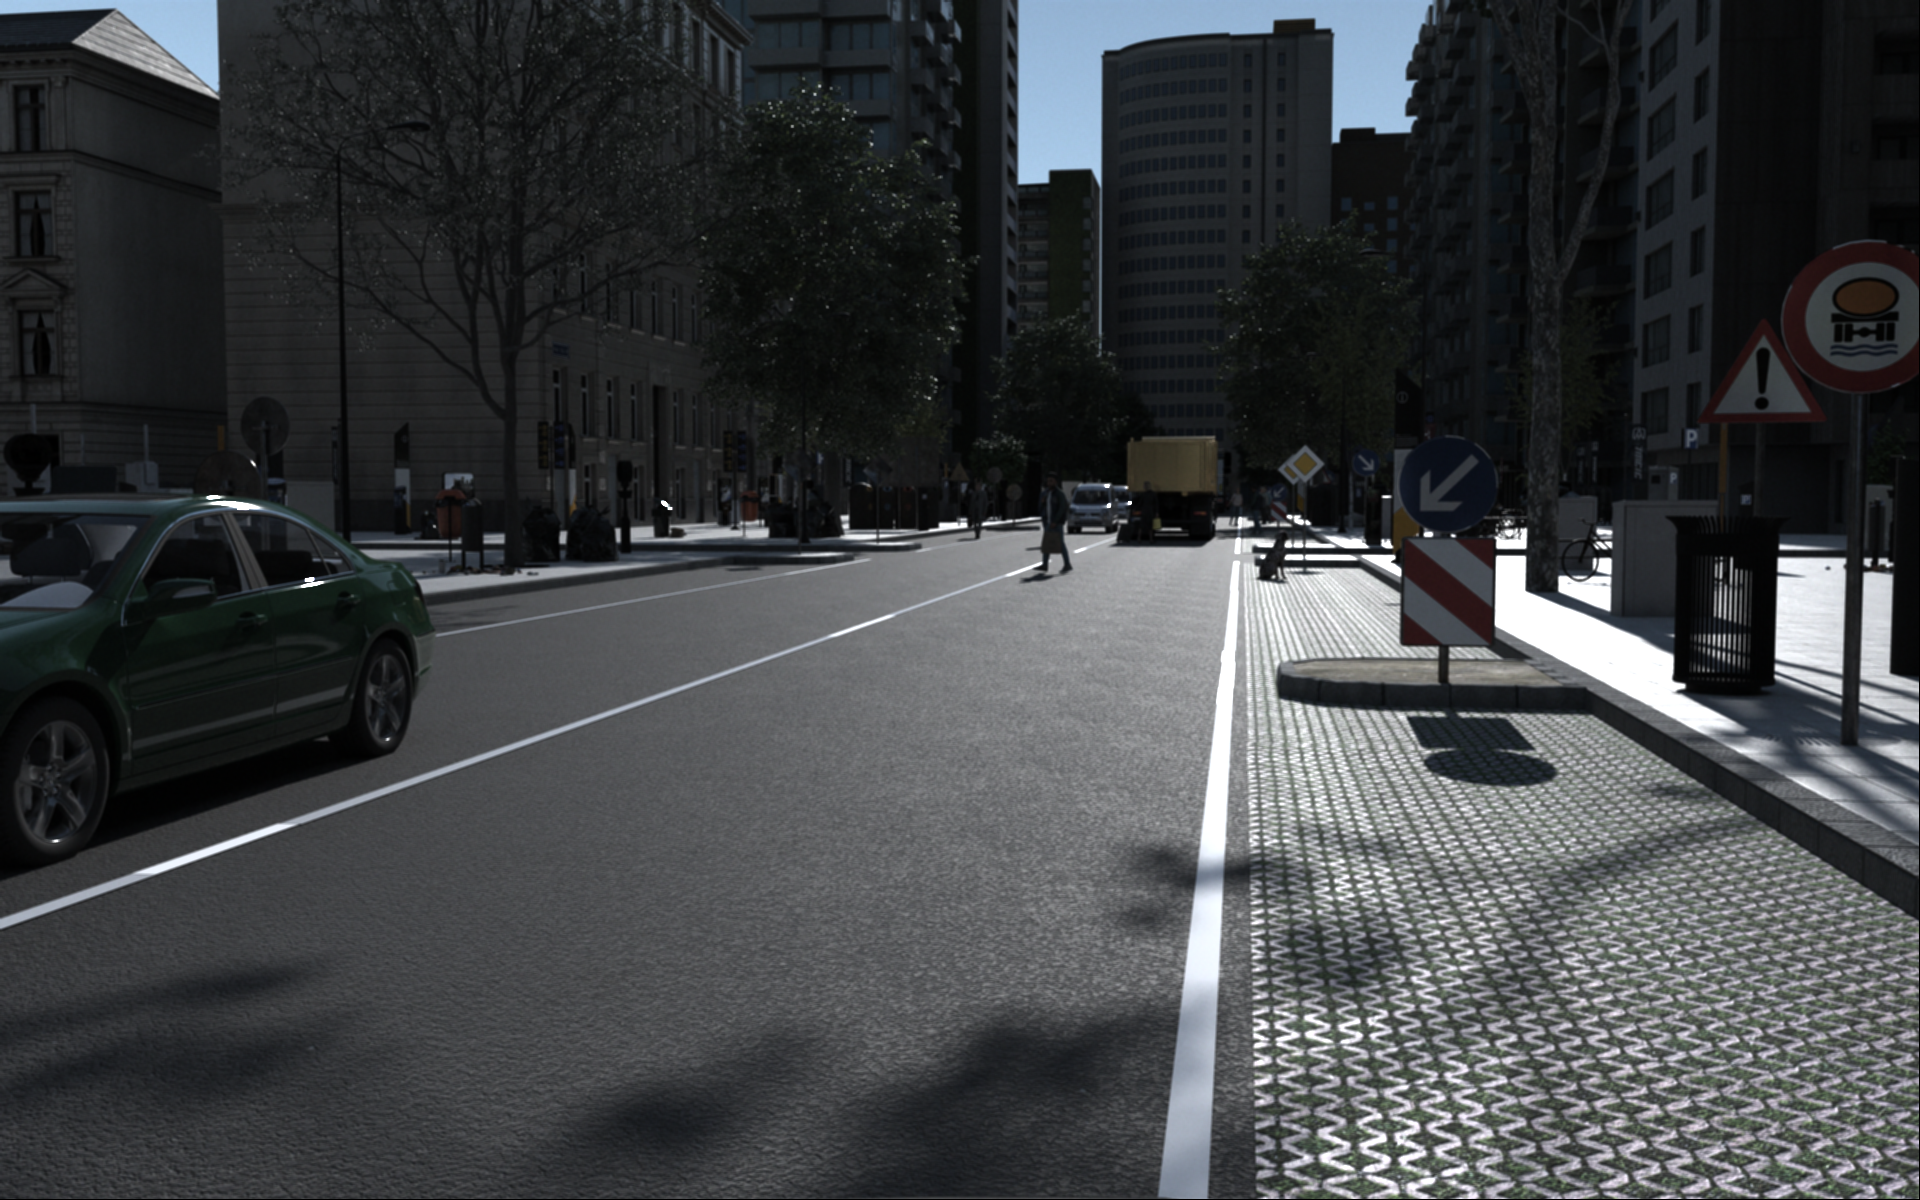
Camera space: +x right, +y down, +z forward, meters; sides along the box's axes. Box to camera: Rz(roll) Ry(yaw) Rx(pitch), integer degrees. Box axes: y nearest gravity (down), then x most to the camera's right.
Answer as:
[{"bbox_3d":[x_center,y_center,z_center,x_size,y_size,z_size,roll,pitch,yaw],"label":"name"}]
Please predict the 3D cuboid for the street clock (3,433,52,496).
[{"bbox_3d":[-11.161,-0.992,20.785,0.358,2.002,0.471,3,5,43],"label":"street clock"}]

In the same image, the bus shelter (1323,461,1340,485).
[{"bbox_3d":[23.453,-7.028,108.829,2.014,3.302,5.546,1,4,9],"label":"bus shelter"}]

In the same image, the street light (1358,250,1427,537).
[{"bbox_3d":[8.274,-3.699,33.025,1.470,5.913,1.316,1,4,9],"label":"street light"}]

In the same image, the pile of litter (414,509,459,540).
[{"bbox_3d":[-14.788,-2.138,48.916,1.176,0.858,1.719,-2,4,-25],"label":"pile of litter"}]

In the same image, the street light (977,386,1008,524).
[{"bbox_3d":[1.355,-6.237,74.509,1.470,5.913,1.316,1,4,9],"label":"street light"}]

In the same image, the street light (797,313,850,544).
[{"bbox_3d":[-3.498,-4.407,44.589,1.470,5.913,1.316,1,4,9],"label":"street light"}]

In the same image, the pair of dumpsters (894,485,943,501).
[{"bbox_3d":[-1.875,-4.485,75.822,1.574,2.255,4.437,1,4,9],"label":"pair of dumpsters"}]

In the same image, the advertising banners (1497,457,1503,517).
[{"bbox_3d":[25.516,-5.254,82.091,0.090,3.025,2.074,0,4,8],"label":"advertising banners"}]

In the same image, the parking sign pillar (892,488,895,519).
[{"bbox_3d":[-3.160,-6.147,88.977,1.447,3.967,1.447,-1,4,-22],"label":"parking sign pillar"}]

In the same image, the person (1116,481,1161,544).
[{"bbox_3d":[5.247,-2.555,50.489,0.699,1.804,1.509,-2,4,-28],"label":"person"}]

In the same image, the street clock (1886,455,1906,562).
[{"bbox_3d":[17.577,-1.709,32.515,0.358,2.002,0.471,3,4,38],"label":"street clock"}]

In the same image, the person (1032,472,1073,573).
[{"bbox_3d":[1.704,-1.396,31.311,0.713,1.824,0.794,-1,4,-11],"label":"person"}]

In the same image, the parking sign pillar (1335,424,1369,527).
[{"bbox_3d":[15.297,-4.811,67.138,1.447,3.967,1.447,-3,5,-40],"label":"parking sign pillar"}]

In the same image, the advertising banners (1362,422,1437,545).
[{"bbox_3d":[10.925,-2.869,43.088,0.090,3.025,2.074,-3,5,-43],"label":"advertising banners"}]

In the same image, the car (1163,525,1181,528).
[{"bbox_3d":[8.051,-3.254,65.572,2.083,1.381,4.827,0,4,7],"label":"car"}]

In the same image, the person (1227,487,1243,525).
[{"bbox_3d":[12.588,-4.310,79.635,0.731,1.740,0.598,-2,4,-24],"label":"person"}]

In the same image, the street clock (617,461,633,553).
[{"bbox_3d":[-7.258,-2.017,37.551,0.358,2.002,0.471,-2,4,-27],"label":"street clock"}]

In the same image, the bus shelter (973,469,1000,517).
[{"bbox_3d":[2.080,-6.738,101.441,1.731,3.624,6.357,1,4,9],"label":"bus shelter"}]

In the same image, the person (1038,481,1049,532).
[{"bbox_3d":[2.437,-2.374,47.497,0.721,1.800,0.419,-2,4,-35],"label":"person"}]

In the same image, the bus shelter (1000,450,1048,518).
[{"bbox_3d":[3.625,-6.356,95.199,1.731,3.624,6.357,1,4,9],"label":"bus shelter"}]

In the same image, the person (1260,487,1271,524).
[{"bbox_3d":[14.484,-4.529,83.031,0.515,1.767,0.782,-3,5,-43],"label":"person"}]

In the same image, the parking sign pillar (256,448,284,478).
[{"bbox_3d":[-20.386,-3.834,51.165,1.447,3.967,1.447,0,4,-6],"label":"parking sign pillar"}]

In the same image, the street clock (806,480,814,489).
[{"bbox_3d":[-7.483,-5.004,86.382,0.358,2.002,0.471,1,4,16],"label":"street clock"}]

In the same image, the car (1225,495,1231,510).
[{"bbox_3d":[22.841,-8.788,152.729,2.155,1.783,4.494,0,4,7],"label":"car"}]

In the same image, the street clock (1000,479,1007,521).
[{"bbox_3d":[2.088,-4.778,82.692,0.358,2.002,0.471,1,4,17],"label":"street clock"}]

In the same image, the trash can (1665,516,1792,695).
[{"bbox_3d":[4.961,0.026,11.226,0.748,1.137,0.748,0,3,0],"label":"trash can"}]

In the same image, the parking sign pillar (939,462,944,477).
[{"bbox_3d":[-1.661,-7.167,105.653,1.447,3.967,1.447,0,4,-4],"label":"parking sign pillar"}]

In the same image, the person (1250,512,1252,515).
[{"bbox_3d":[19.348,-6.185,113.873,0.306,1.304,0.590,-3,5,-42],"label":"person"}]

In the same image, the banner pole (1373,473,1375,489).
[{"bbox_3d":[25.304,-7.088,105.909,0.401,3.779,0.863,0,4,5],"label":"banner pole"}]

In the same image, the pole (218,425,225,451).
[{"bbox_3d":[-21.956,-3.530,51.552,0.158,3.312,0.155,0,3,0],"label":"pole"}]

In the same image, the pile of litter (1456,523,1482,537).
[{"bbox_3d":[8.625,-0.993,30.194,1.176,0.858,1.719,1,4,16],"label":"pile of litter"}]

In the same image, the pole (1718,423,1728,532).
[{"bbox_3d":[18.012,-2.878,40.897,0.158,3.312,0.155,0,3,0],"label":"pole"}]

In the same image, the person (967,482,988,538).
[{"bbox_3d":[0.555,-2.896,55.953,0.694,1.812,0.767,1,4,22],"label":"person"}]

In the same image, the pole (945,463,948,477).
[{"bbox_3d":[-0.905,-7.323,113.582,0.158,3.312,0.155,0,3,0],"label":"pole"}]

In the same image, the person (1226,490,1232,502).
[{"bbox_3d":[27.656,-10.404,178.591,1.348,1.826,0.705,-1,4,-18],"label":"person"}]

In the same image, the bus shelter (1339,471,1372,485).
[{"bbox_3d":[20.059,-5.945,88.484,1.731,3.624,6.357,1,4,9],"label":"bus shelter"}]

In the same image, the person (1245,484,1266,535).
[{"bbox_3d":[10.357,-3.169,60.664,0.721,1.781,0.623,1,4,12],"label":"person"}]

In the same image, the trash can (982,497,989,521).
[{"bbox_3d":[1.023,-4.339,82.600,0.748,1.137,0.748,0,3,0],"label":"trash can"}]

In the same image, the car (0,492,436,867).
[{"bbox_3d":[-4.202,0.217,8.257,2.131,1.459,4.920,0,4,7],"label":"car"}]

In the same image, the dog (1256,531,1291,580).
[{"bbox_3d":[5.133,-0.745,29.010,0.800,0.831,0.513,1,4,10],"label":"dog"}]

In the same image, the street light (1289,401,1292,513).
[{"bbox_3d":[16.857,-6.967,86.452,1.470,5.913,1.316,1,4,9],"label":"street light"}]

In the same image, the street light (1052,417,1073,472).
[{"bbox_3d":[6.102,-8.036,103.925,1.470,5.913,1.316,1,4,9],"label":"street light"}]

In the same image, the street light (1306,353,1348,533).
[{"bbox_3d":[12.080,-5.171,57.093,1.470,5.913,1.316,1,4,9],"label":"street light"}]

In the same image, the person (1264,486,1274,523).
[{"bbox_3d":[15.055,-4.656,84.647,0.620,1.820,0.660,-2,4,-34],"label":"person"}]

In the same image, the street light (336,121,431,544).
[{"bbox_3d":[-7.266,-3.012,21.795,1.470,5.913,1.316,1,4,9],"label":"street light"}]

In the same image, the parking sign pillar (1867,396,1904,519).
[{"bbox_3d":[25.304,-3.607,47.447,1.447,3.967,1.447,-3,5,-39],"label":"parking sign pillar"}]
